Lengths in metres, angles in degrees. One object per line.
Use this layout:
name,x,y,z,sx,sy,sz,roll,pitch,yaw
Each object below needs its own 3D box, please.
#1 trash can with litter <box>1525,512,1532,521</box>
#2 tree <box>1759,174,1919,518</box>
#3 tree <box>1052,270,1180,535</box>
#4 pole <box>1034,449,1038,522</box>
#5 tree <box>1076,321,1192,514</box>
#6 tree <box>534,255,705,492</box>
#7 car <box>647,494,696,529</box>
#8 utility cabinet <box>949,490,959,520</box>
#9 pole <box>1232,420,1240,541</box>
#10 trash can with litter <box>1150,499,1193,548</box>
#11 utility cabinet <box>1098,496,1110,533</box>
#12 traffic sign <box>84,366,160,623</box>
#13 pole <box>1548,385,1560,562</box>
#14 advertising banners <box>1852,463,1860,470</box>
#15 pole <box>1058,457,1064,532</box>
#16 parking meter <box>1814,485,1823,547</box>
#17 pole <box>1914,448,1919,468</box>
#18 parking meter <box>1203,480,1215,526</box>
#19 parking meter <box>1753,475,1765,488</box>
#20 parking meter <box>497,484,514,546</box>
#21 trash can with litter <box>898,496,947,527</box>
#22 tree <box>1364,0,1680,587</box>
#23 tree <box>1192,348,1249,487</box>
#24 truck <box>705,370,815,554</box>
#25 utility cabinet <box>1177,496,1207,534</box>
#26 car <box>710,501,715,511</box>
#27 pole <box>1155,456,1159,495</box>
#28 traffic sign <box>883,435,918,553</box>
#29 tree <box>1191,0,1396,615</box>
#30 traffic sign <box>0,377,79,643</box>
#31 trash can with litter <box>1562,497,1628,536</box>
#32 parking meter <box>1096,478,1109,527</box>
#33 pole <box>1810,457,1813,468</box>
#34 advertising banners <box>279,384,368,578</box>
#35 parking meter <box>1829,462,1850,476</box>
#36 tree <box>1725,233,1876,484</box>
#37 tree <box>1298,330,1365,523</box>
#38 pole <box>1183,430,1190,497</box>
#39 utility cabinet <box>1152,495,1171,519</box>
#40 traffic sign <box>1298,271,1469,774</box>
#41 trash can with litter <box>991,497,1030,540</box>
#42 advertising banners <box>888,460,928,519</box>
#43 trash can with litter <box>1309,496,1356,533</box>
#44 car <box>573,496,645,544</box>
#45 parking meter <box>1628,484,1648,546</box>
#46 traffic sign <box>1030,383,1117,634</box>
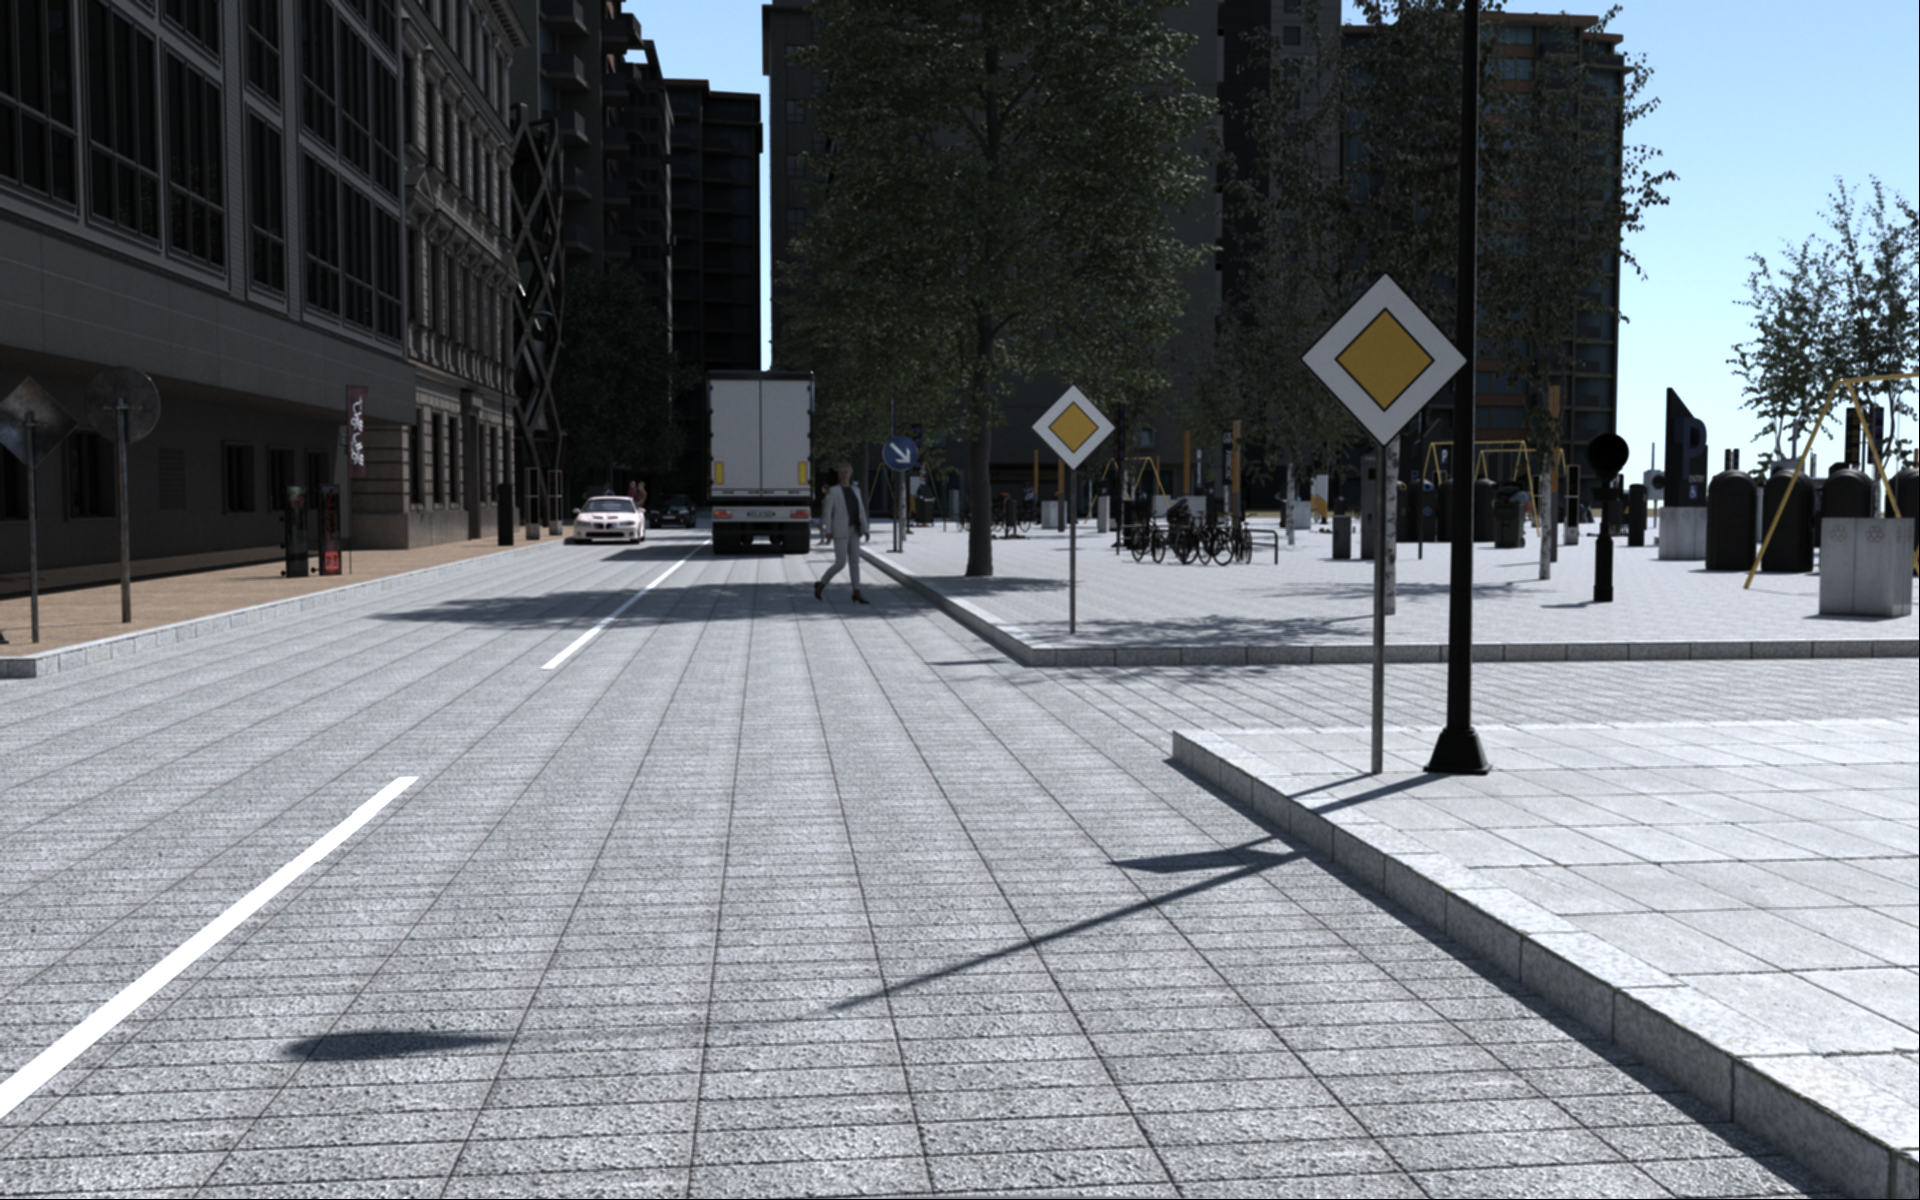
trash can with litter,27.297,-4.431,83.509,2.233,1.210,1.678,-2,4,-32
tree,20.641,-5.427,39.094,4.360,8.622,3.978,0,3,0
tree,5.108,-6.354,54.244,4.360,8.622,3.978,0,3,0
pole,3.469,-5.215,79.102,0.158,3.312,0.155,0,3,0
tree,6.655,-7.250,68.896,4.737,8.622,4.395,0,3,0
tree,-17.033,-10.189,83.591,9.611,12.733,9.660,0,3,0
car,-12.045,-3.844,72.633,2.009,1.686,4.222,0,4,-5
utility cabinet,-0.284,-4.685,85.283,0.318,1.500,1.173,-1,4,-11
pole,7.617,-3.299,47.790,0.158,3.312,0.155,0,3,0
trash can with litter,5.006,-1.842,41.509,1.055,1.170,0.624,0,4,-4
utility cabinet,4.751,-2.822,57.299,0.306,1.237,1.020,1,4,11
traffic sign,-8.329,-1.047,17.230,0.768,2.556,0.104,0,4,3
pole,11.155,-2.371,32.605,0.158,3.312,0.155,0,3,0
advertising banners,49.324,-6.153,96.794,2.074,3.025,0.090,0,4,-7
pole,3.426,-3.958,58.561,0.158,3.312,0.155,0,3,0
parking meter,20.937,-2.056,42.031,0.372,1.533,0.369,0,3,0
pole,42.648,-5.104,77.301,0.158,3.312,0.155,0,3,0
parking meter,10.073,-3.935,70.050,0.399,1.863,0.255,-2,4,-26
parking meter,24.494,-2.909,53.268,0.399,1.863,0.255,0,4,7
parking meter,-11.314,-2.122,43.099,0.372,1.533,0.369,0,3,0
trash can with litter,-1.651,-3.479,67.934,1.678,1.210,2.233,-2,4,-32
tree,8.558,-4.614,25.797,4.360,8.622,3.978,0,3,0
tree,12.406,-8.327,86.510,4.737,8.622,4.395,0,3,0
truck,-5.163,-3.429,44.974,2.839,4.237,11.283,0,4,-6
utility cabinet,6.467,-2.277,48.383,0.306,1.237,1.020,3,5,42
car,-20.255,-8.494,147.557,2.281,1.827,5.304,0,4,-8
pole,10.488,-6.006,92.042,0.158,3.312,0.155,0,3,0
traffic sign,-1.295,-2.295,37.631,0.768,2.556,0.104,0,4,-3
tree,4.562,-4.165,18.463,4.360,8.622,3.978,0,3,0
traffic sign,-7.962,-0.686,14.859,0.795,2.450,0.064,0,4,-6
trash can with litter,19.543,-2.558,52.882,2.233,1.210,1.678,1,4,12
parking meter,5.319,-3.604,64.639,0.399,1.863,0.255,-1,4,-18
pole,47.136,-6.239,95.849,0.158,3.312,0.155,0,3,0
advertising banners,-9.944,-1.897,27.211,0.090,3.025,2.074,1,4,19
parking meter,16.201,-1.606,31.965,0.255,1.863,0.399,0,4,8
tree,24.117,-6.096,50.037,4.737,8.622,4.395,0,3,0
tree,16.092,-7.730,76.748,4.737,8.622,4.395,0,3,0
pole,7.279,-3.778,55.618,0.158,3.312,0.155,0,3,0
utility cabinet,10.544,-4.867,90.743,1.020,1.237,0.306,-2,4,-31
traffic sign,1.914,-0.260,7.901,0.795,2.450,0.064,0,4,-6
trash can with litter,1.189,-2.348,49.442,1.678,1.210,2.233,2,4,27
advertising banners,-2.627,-5.637,88.359,2.074,3.025,0.090,-1,4,-15
trash can with litter,12.433,-2.833,57.385,1.678,1.210,2.233,-1,4,-22
car,-10.289,-2.363,51.000,2.083,1.381,4.827,0,4,-7
parking meter,16.726,-2.104,42.810,0.372,1.533,0.369,0,3,0
traffic sign,1.029,-0.746,15.838,0.795,2.450,0.064,0,4,-6
